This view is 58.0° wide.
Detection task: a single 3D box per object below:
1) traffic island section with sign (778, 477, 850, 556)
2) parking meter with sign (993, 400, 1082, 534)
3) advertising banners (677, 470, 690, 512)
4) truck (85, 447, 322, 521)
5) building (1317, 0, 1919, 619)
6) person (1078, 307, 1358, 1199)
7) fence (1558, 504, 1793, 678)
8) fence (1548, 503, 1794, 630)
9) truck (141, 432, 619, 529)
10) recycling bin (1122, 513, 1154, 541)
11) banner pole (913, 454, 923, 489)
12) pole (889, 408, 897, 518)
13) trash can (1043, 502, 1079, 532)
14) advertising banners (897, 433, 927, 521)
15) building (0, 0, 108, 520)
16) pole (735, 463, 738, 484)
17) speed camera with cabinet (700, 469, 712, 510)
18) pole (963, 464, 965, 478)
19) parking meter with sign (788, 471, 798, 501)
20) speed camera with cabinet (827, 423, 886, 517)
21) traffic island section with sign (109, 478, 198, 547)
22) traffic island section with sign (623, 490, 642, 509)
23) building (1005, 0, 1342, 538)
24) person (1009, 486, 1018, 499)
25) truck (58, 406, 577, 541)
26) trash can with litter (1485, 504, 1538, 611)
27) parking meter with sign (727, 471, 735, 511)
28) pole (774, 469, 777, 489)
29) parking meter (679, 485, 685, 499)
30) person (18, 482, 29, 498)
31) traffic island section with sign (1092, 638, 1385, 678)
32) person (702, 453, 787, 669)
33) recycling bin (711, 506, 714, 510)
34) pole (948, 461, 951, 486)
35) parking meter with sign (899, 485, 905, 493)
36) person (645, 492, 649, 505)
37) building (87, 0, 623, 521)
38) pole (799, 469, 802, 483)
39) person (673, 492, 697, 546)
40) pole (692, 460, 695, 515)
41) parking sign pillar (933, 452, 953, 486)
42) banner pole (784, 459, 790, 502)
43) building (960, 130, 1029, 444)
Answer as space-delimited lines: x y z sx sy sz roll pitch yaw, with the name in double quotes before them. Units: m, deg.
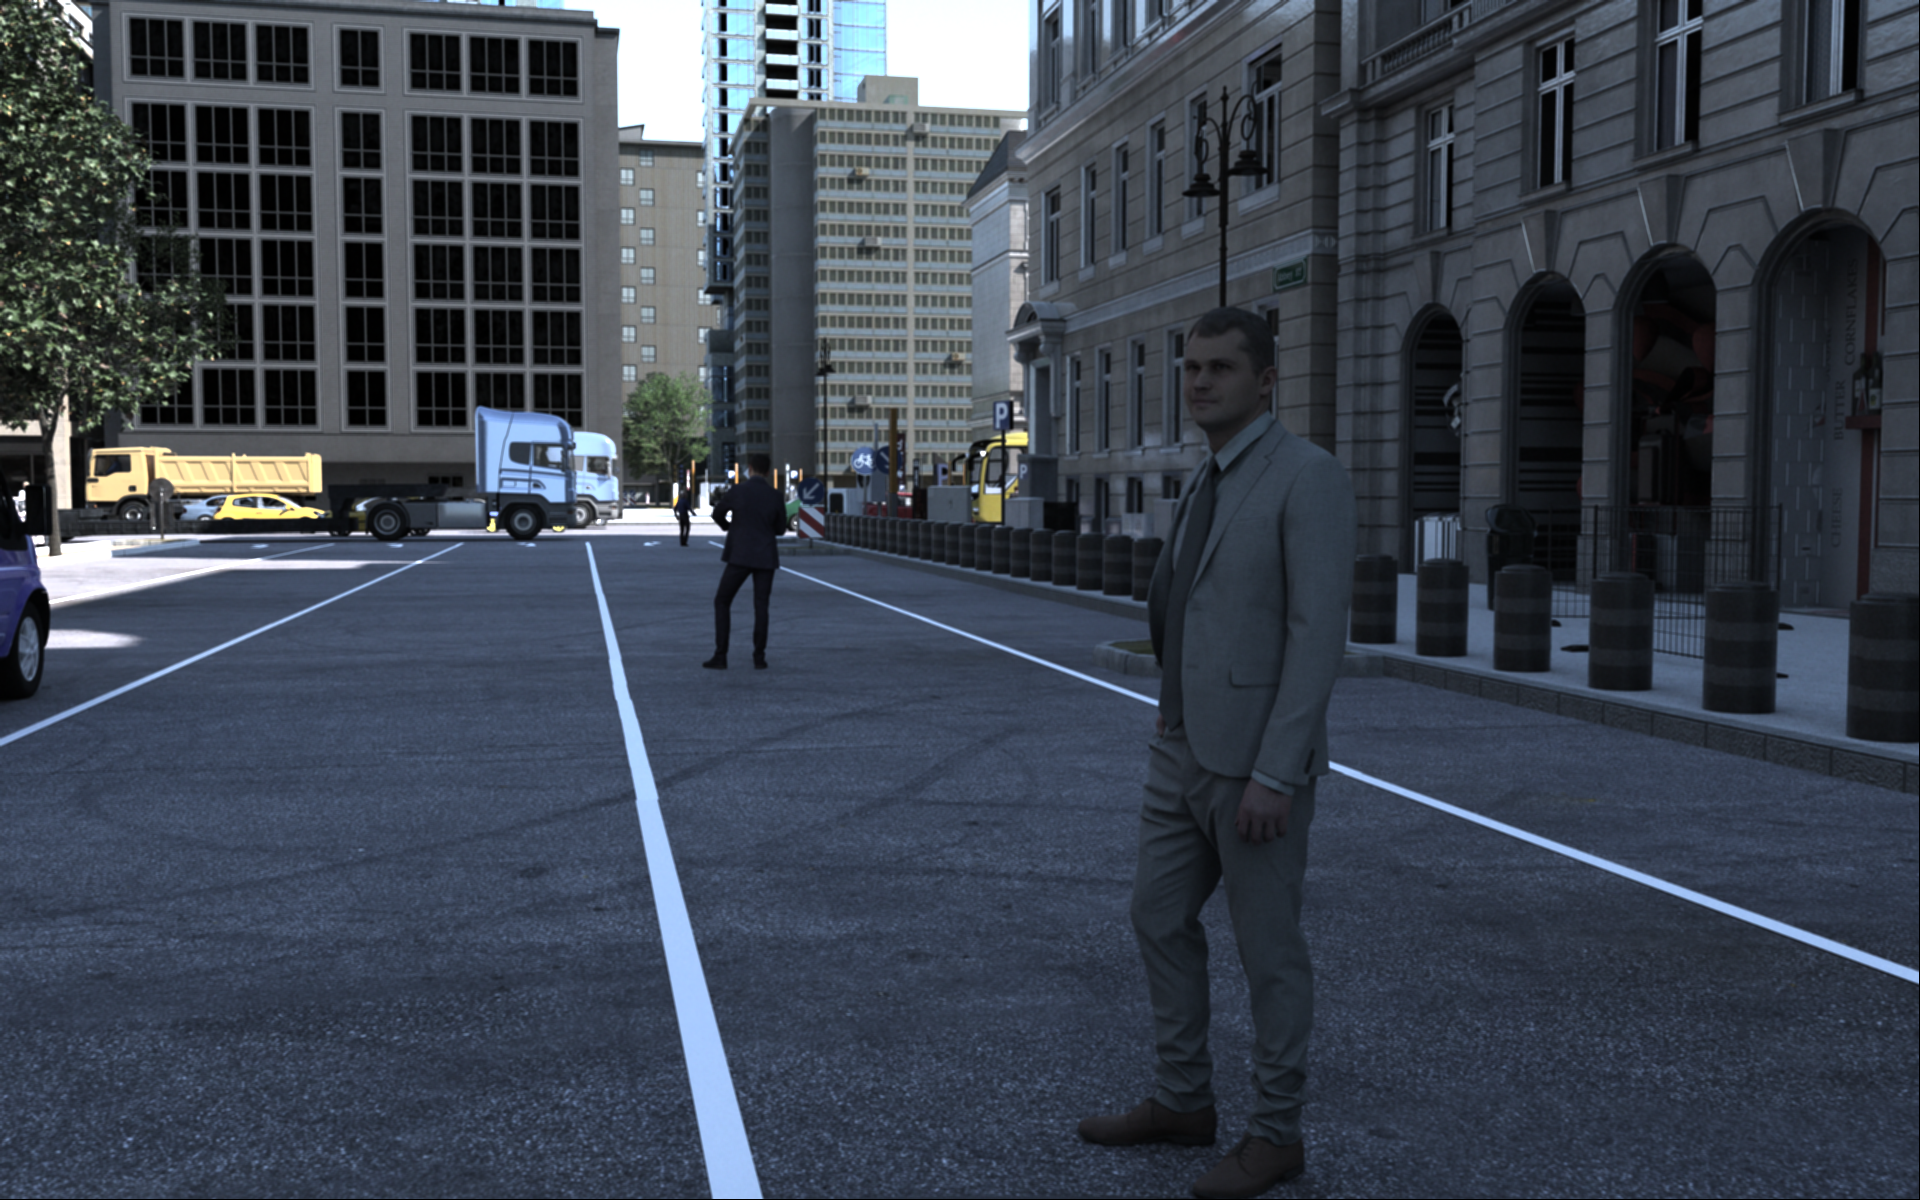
"traffic island section with sign" -3.739 -1.989 41.142 1.989 1.847 2.006 -1 4 -12
"parking meter with sign" 1.502 -2.242 32.924 1.738 3.016 0.543 -2 4 -33
"advertising banners" -19.584 -7.743 122.784 0.090 3.025 2.074 1 4 18
"truck" -32.026 -4.681 72.451 9.791 3.379 3.469 -1 4 -13
"building" 14.556 -10.820 18.703 13.314 21.916 24.055 -1 4 -12
"person" 0.575 0.304 3.626 0.391 1.810 0.635 -2 4 -29
"fence" 5.356 -0.117 13.117 0.480 1.192 2.264 -1 4 -9
"fence" 6.797 -0.339 16.750 2.264 1.192 0.480 1 4 11
"truck" -22.670 -4.902 69.909 18.799 4.110 2.967 -1 4 -13
"recycling bin" 2.587 -0.625 22.772 0.722 1.027 0.722 -1 4 -21
"banner pole" -2.600 -7.252 108.594 0.863 3.779 0.401 2 4 29
"pole" -1.591 -2.896 41.192 0.158 3.312 0.155 0 3 0
"trash can" 1.801 -1.221 31.614 0.748 1.137 0.748 0 3 0
"advertising banners" -1.124 -3.256 49.428 2.074 3.025 0.090 2 4 31
"building" -59.860 -17.146 84.854 34.151 26.468 19.350 -1 4 -12
"pole" -14.805 -7.389 114.654 0.158 3.312 0.155 0 3 0
"speed camera with cabinet" -20.365 -8.827 138.662 0.660 3.252 2.038 0 4 2
"pole" 0.327 -7.639 118.737 0.158 3.312 0.155 0 3 0
"parking meter with sign" -12.710 -8.250 131.143 0.543 3.016 1.738 -1 4 -16
"speed camera with cabinet" -2.931 -3.337 48.898 0.660 3.252 2.038 -3 5 -41
"traffic island section with sign" -22.326 -2.446 48.124 2.006 1.907 1.989 -1 4 -12
"traffic island section with sign" -32.242 -9.860 169.836 1.989 1.847 2.006 -1 4 -12
"building" 9.977 -15.545 40.062 13.634 28.700 20.117 -1 4 -12
"person" 2.143 -3.409 65.055 0.655 1.722 0.431 2 4 32
"truck" -20.532 -3.842 52.579 18.799 4.110 2.967 -1 4 -13
"trash can with litter" 6.096 -0.459 18.885 0.624 1.170 1.055 0 4 4
"parking meter with sign" -17.303 -8.217 130.607 0.543 3.016 1.738 -1 4 -14
"pole" -15.056 -9.014 141.218 0.158 3.312 0.155 0 3 0
"parking meter" -18.390 -6.665 114.679 0.399 1.863 0.255 0 4 6
"person" -31.178 -3.021 57.773 0.818 1.842 0.514 1 4 10
"traffic island section with sign" 2.180 -0.351 14.370 1.989 1.847 2.006 -1 4 -12
"person" -1.789 -0.329 14.332 0.683 1.767 0.568 -1 4 -18
"recycling bin" -20.087 -7.854 140.962 0.722 1.027 0.722 1 4 20
"pole" -0.655 -6.950 107.469 0.158 3.312 0.155 0 3 0
"parking meter with sign" -3.803 -7.125 112.749 0.543 3.016 1.738 0 4 -1
"person" -42.382 -13.790 234.639 0.551 1.740 0.621 -1 4 -9
"building" -29.551 -18.024 88.199 24.014 27.812 14.314 -1 4 -12
"pole" -12.933 -8.964 140.410 0.158 3.312 0.155 0 3 0
"person" -7.533 -2.238 47.786 0.600 1.496 0.574 -3 4 -37
"pole" -15.985 -6.727 103.832 0.158 3.312 0.155 0 3 0
"parking sign pillar" -1.083 -7.507 111.210 1.447 3.967 1.447 -3 4 -36
"banner pole" -12.359 -8.167 123.542 0.401 3.779 0.863 2 4 24
"building" 2.875 -14.842 93.569 40.483 20.767 10.553 -1 4 -12
